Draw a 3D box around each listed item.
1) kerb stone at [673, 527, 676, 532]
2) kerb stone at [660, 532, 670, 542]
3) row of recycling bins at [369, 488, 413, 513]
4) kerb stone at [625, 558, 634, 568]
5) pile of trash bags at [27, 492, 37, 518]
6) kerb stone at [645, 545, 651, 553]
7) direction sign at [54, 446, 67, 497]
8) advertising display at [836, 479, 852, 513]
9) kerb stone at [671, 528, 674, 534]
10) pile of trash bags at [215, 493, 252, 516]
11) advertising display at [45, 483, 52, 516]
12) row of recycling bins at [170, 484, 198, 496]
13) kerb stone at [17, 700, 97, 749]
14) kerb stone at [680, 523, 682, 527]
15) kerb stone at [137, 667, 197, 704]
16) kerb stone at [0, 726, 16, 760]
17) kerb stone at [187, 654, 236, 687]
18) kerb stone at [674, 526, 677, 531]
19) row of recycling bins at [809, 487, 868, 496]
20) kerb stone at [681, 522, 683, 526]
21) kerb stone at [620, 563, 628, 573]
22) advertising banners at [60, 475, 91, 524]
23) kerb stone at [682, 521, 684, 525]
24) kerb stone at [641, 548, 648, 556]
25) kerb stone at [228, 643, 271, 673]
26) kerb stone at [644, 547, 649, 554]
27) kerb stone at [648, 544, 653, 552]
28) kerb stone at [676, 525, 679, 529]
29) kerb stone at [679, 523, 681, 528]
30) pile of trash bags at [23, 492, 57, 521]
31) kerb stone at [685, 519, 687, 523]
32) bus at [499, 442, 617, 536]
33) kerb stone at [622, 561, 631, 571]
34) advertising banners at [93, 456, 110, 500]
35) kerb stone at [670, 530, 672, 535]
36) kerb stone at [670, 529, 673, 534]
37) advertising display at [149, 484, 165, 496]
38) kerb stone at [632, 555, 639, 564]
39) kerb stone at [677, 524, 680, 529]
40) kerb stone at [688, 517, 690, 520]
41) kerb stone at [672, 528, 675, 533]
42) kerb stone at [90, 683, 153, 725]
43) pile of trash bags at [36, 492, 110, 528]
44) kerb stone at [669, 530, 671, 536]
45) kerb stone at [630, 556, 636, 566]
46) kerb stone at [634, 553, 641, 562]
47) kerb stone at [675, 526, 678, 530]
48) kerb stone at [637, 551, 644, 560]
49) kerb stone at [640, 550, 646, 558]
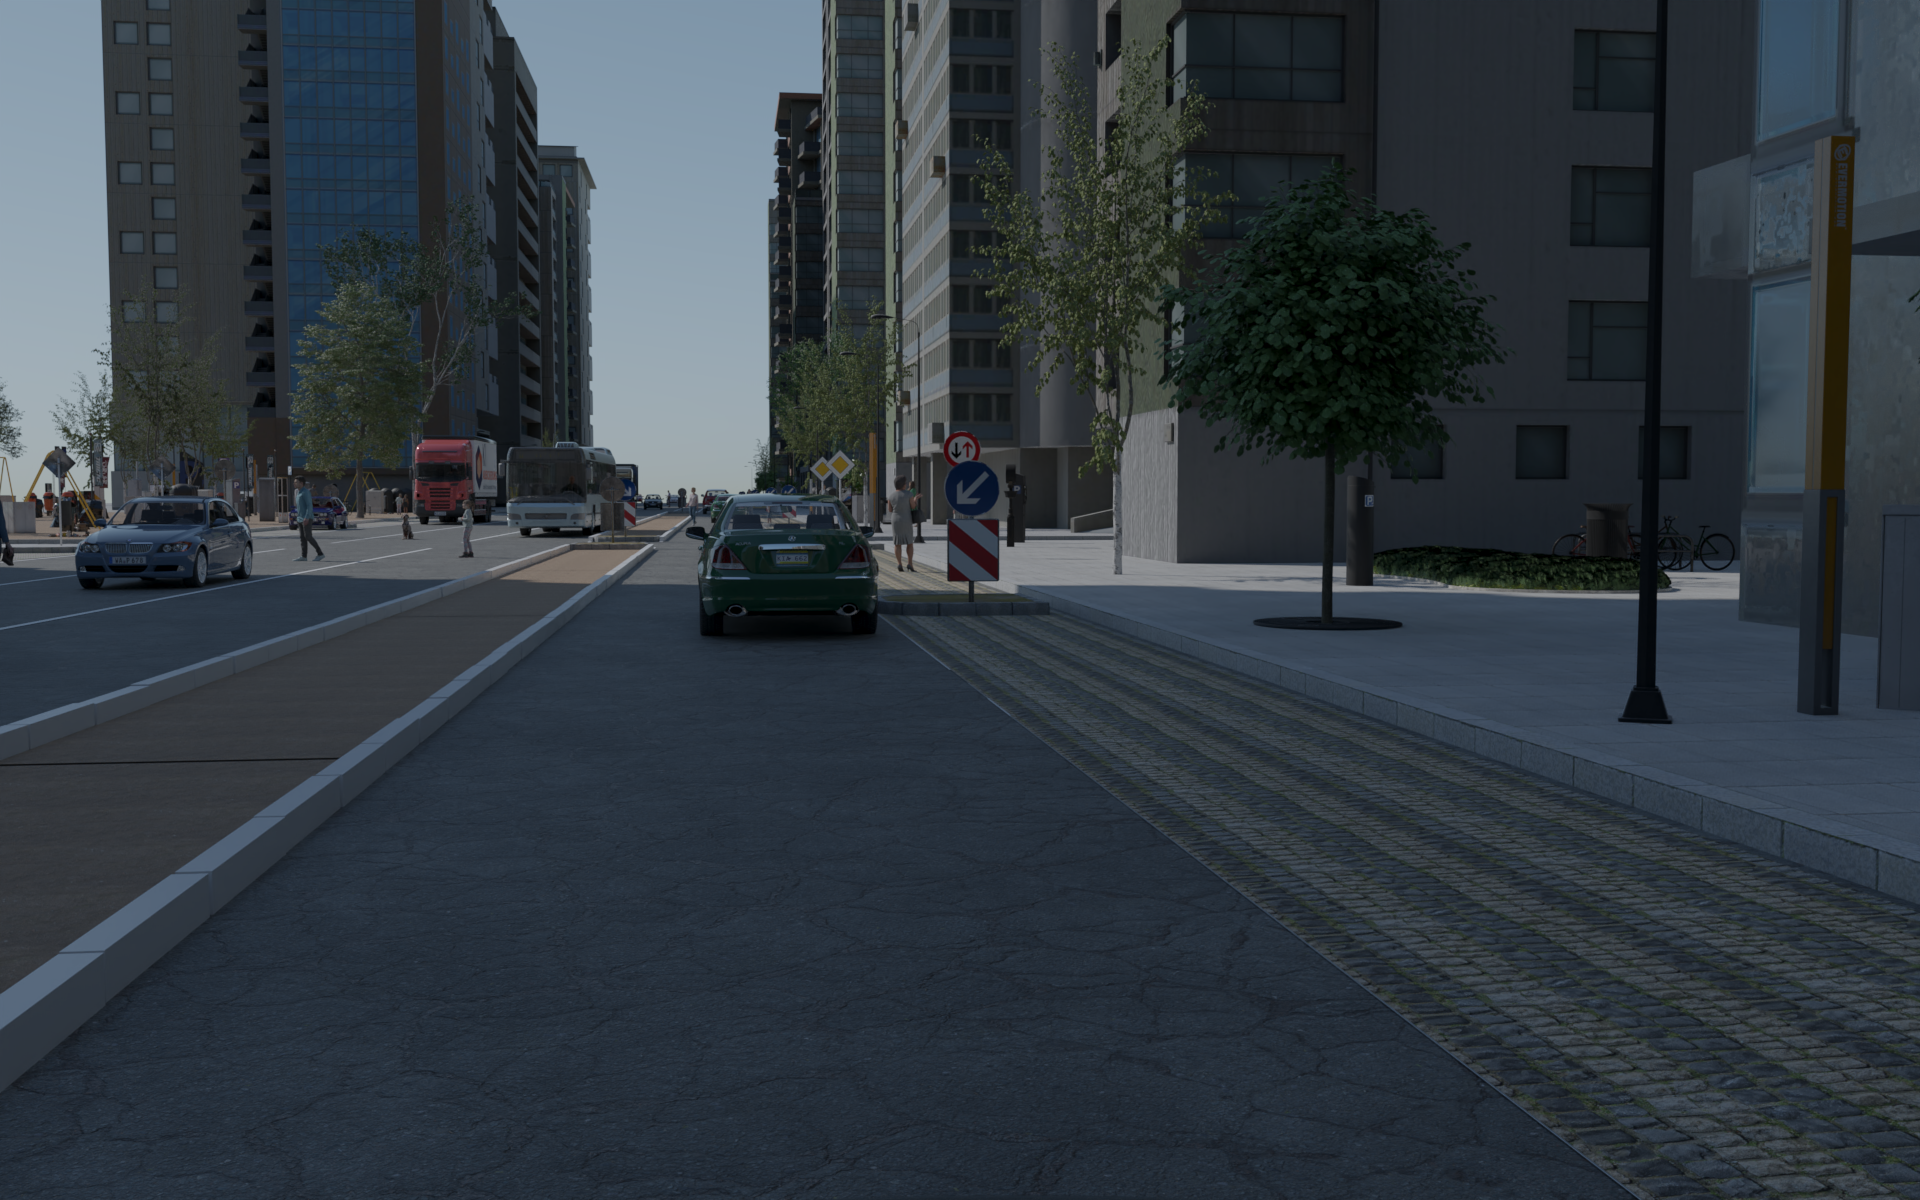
[{"bbox_3d":[-10.316,-2.423,61.811,0.120,0.150,1.000,0,4,-8],"label":"kerb stone"},{"bbox_3d":[-9.327,-1.984,54.688,0.120,0.150,1.000,0,4,-8],"label":"kerb stone"},{"bbox_3d":[-38.808,-6.798,118.261,1.069,1.692,3.534,2,4,31],"label":"row of recycling bins"},{"bbox_3d":[-6.313,-0.647,32.779,0.120,0.150,1.000,0,4,-8],"label":"kerb stone"},{"bbox_3d":[-45.693,-4.854,89.111,1.912,1.369,3.447,1,4,18],"label":"pile of trash bags"},{"bbox_3d":[-7.436,-1.144,40.927,0.120,0.150,1.000,0,4,-8],"label":"kerb stone"},{"bbox_3d":[-42.507,-5.501,81.945,0.379,3.537,0.876,0,4,5],"label":"direction sign"},{"bbox_3d":[-5.059,-4.304,75.581,0.123,1.923,0.974,2,4,33],"label":"advertising display"},{"bbox_3d":[-10.033,-2.298,59.775,0.120,0.150,1.000,0,4,-8],"label":"kerb stone"},{"bbox_3d":[-42.462,-5.544,100.398,1.912,1.369,3.447,-3,5,-40],"label":"pile of trash bags"},{"bbox_3d":[-53.330,-5.882,101.379,0.123,1.923,0.974,-1,4,-12],"label":"advertising display"},{"bbox_3d":[-31.753,-3.904,70.943,1.069,1.692,3.534,-1,4,-21],"label":"row of recycling bins"},{"bbox_3d":[-5.310,0.738,10.141,0.120,0.150,1.000,0,4,-8],"label":"kerb stone"},{"bbox_3d":[-11.570,-2.982,70.945,0.120,0.150,1.000,0,4,-8],"label":"kerb stone"},{"bbox_3d":[-5.592,0.613,12.166,0.120,0.150,1.000,0,4,-8],"label":"kerb stone"},{"bbox_3d":[-5.171,0.799,9.128,0.120,0.150,1.000,0,4,-8],"label":"kerb stone"},{"bbox_3d":[-5.736,0.553,13.187,0.120,0.150,1.000,0,4,-8],"label":"kerb stone"},{"bbox_3d":[-10.602,-2.544,63.843,0.120,0.150,1.000,0,4,-8],"label":"kerb stone"},{"bbox_3d":[-7.163,-5.833,102.481,3.534,1.692,1.069,-1,4,-19],"label":"row of recycling bins"},{"bbox_3d":[-11.854,-3.106,72.973,0.120,0.150,1.000,0,4,-8],"label":"kerb stone"},{"bbox_3d":[-6.028,-0.523,30.754,0.120,0.150,1.000,0,4,-8],"label":"kerb stone"},{"bbox_3d":[-37.468,-4.703,73.082,0.090,3.025,2.074,0,4,4],"label":"advertising banners"},{"bbox_3d":[-12.138,-3.229,74.997,0.120,0.150,1.000,0,4,-8],"label":"kerb stone"},{"bbox_3d":[-7.153,-1.021,38.895,0.120,0.150,1.000,0,4,-8],"label":"kerb stone"},{"bbox_3d":[-5.869,0.488,14.211,0.120,0.150,1.000,0,4,-8],"label":"kerb stone"},{"bbox_3d":[-7.300,-1.083,39.914,0.120,0.150,1.000,0,4,-8],"label":"kerb stone"},{"bbox_3d":[-7.575,-1.208,41.942,0.120,0.150,1.000,0,4,-8],"label":"kerb stone"},{"bbox_3d":[-10.875,-2.671,65.870,0.120,0.150,1.000,0,4,-8],"label":"kerb stone"},{"bbox_3d":[-11.433,-2.917,69.929,0.120,0.150,1.000,0,4,-8],"label":"kerb stone"},{"bbox_3d":[-50.258,-5.094,93.040,1.912,1.369,3.447,-3,5,-43],"label":"pile of trash bags"},{"bbox_3d":[-12.979,-3.597,81.077,0.120,0.150,1.000,0,4,-8],"label":"kerb stone"},{"bbox_3d":[-14.249,-4.139,62.532,2.948,3.499,13.247,0,4,-6],"label":"bus"},{"bbox_3d":[-6.175,-0.581,31.767,0.120,0.150,1.000,0,4,-8],"label":"kerb stone"},{"bbox_3d":[-40.281,-5.128,80.030,0.090,3.025,2.074,3,5,40],"label":"advertising banners"},{"bbox_3d":[-9.758,-2.174,57.742,0.120,0.150,1.000,0,4,-8],"label":"kerb stone"},{"bbox_3d":[-9.892,-2.236,58.755,0.120,0.150,1.000,0,4,-8],"label":"kerb stone"},{"bbox_3d":[-53.433,-6.734,115.317,0.974,1.923,0.123,-1,4,-11],"label":"advertising display"},{"bbox_3d":[-6.593,-0.770,34.817,0.120,0.150,1.000,0,4,-8],"label":"kerb stone"},{"bbox_3d":[-11.157,-2.795,67.895,0.120,0.150,1.000,0,4,-8],"label":"kerb stone"},{"bbox_3d":[-13.808,-3.975,87.181,0.120,0.150,1.000,0,4,-8],"label":"kerb stone"},{"bbox_3d":[-10.170,-2.360,60.788,0.120,0.150,1.000,0,4,-8],"label":"kerb stone"},{"bbox_3d":[-5.444,0.683,11.155,0.120,0.150,1.000,0,4,-8],"label":"kerb stone"},{"bbox_3d":[-34.073,-3.483,66.701,1.912,1.369,3.447,-1,4,-19],"label":"pile of trash bags"},{"bbox_3d":[-9.613,-2.112,56.731,0.120,0.150,1.000,0,4,-8],"label":"kerb stone"},{"bbox_3d":[-6.450,-0.710,33.799,0.120,0.150,1.000,0,4,-8],"label":"kerb stone"},{"bbox_3d":[-6.743,-0.834,35.829,0.120,0.150,1.000,0,4,-8],"label":"kerb stone"},{"bbox_3d":[-10.740,-2.609,64.855,0.120,0.150,1.000,0,4,-8],"label":"kerb stone"},{"bbox_3d":[-6.868,-0.896,36.843,0.120,0.150,1.000,0,4,-8],"label":"kerb stone"},{"bbox_3d":[-7.014,-0.955,37.873,0.120,0.150,1.000,0,4,-8],"label":"kerb stone"}]
